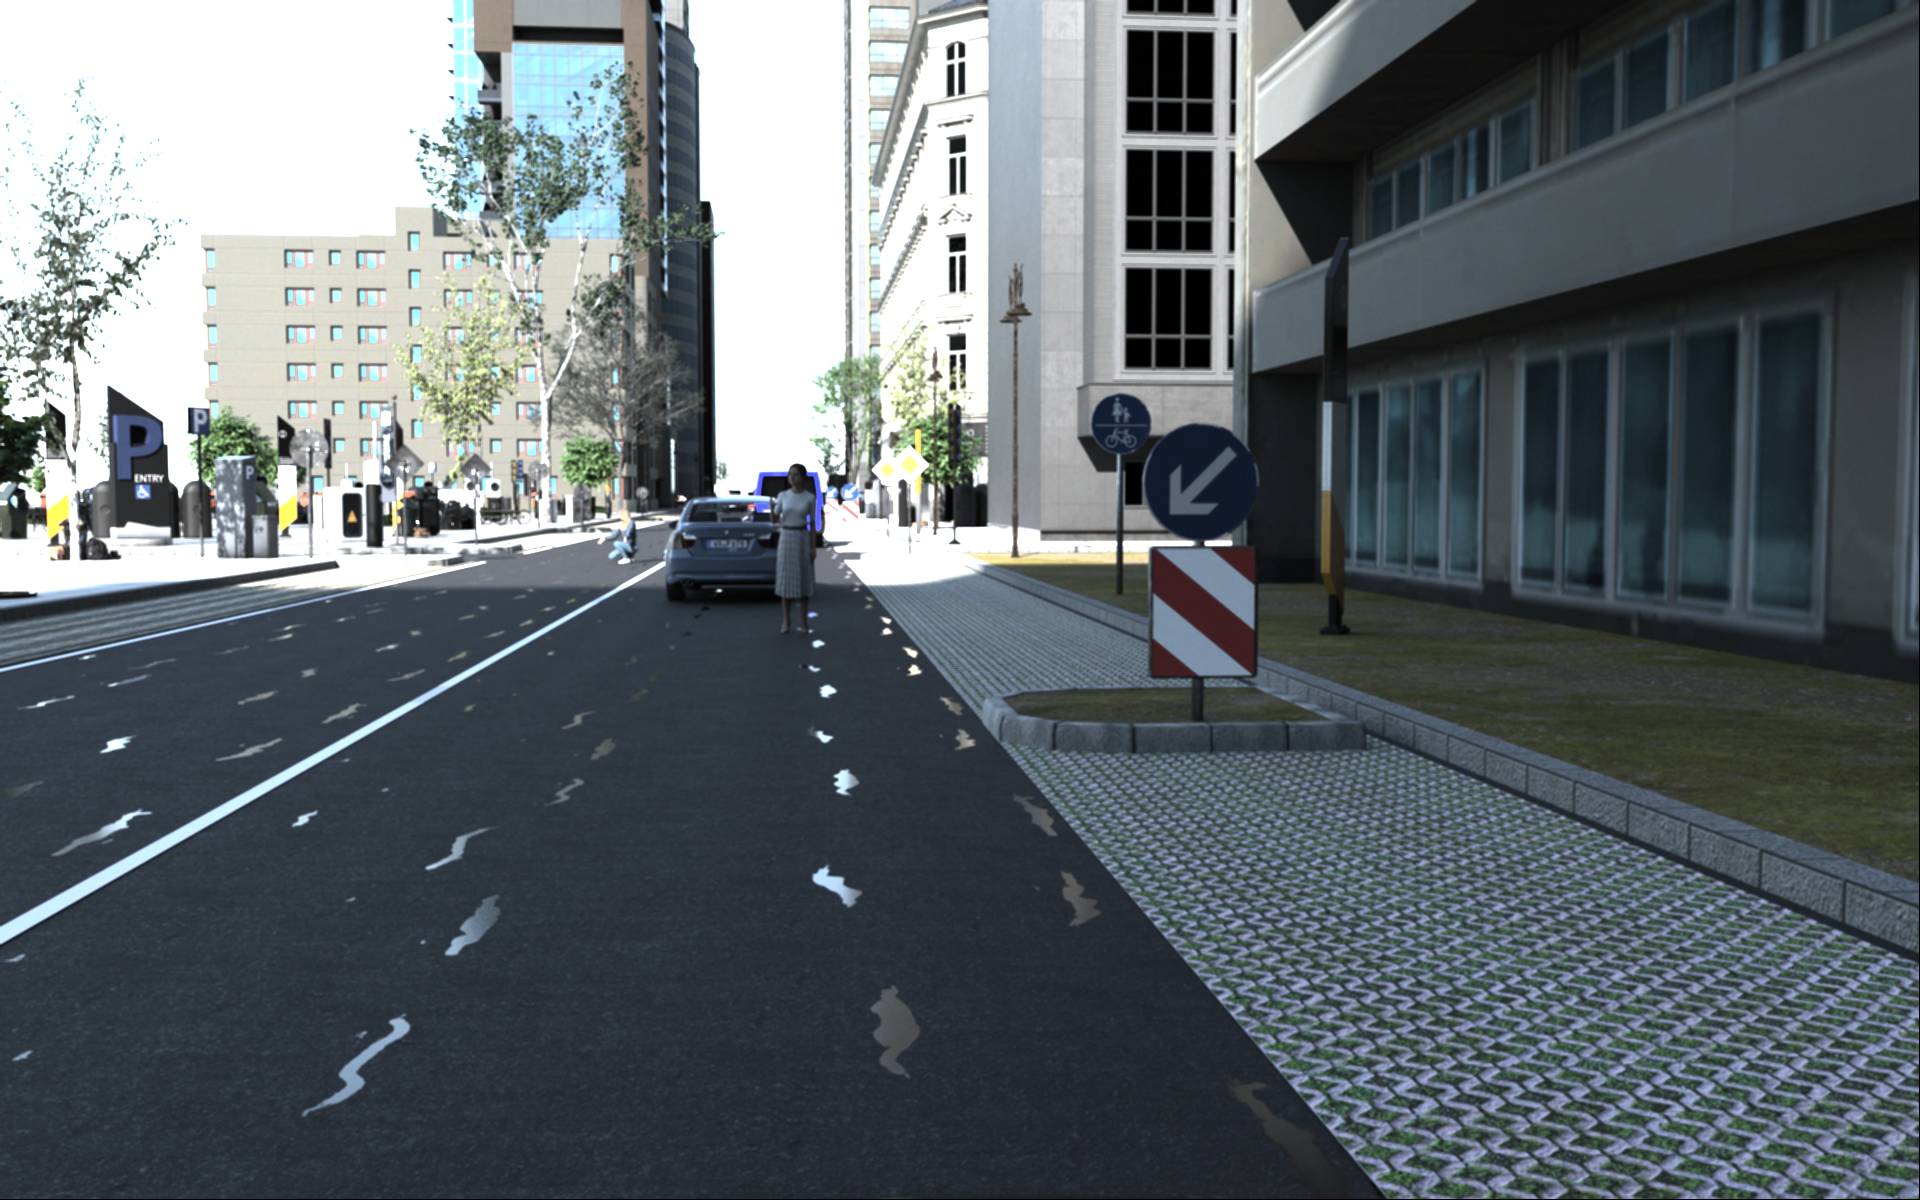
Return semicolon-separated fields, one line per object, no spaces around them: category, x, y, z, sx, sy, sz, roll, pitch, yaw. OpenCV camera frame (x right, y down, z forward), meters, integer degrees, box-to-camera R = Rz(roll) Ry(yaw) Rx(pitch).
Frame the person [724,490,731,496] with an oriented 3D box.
person;-16.586;-7.008;124.015;0.756;1.711;0.436;-2;4;-32

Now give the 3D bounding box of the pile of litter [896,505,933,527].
pile of litter;-1.720;-3.280;67.588;1.719;0.858;1.176;-1;4;-16

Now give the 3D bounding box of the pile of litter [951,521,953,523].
pile of litter;0.194;-3.629;73.292;1.176;0.858;1.719;1;4;11

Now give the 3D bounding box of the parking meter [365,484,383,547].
parking meter;-14.169;-2.047;41.884;0.372;1.533;0.369;0;3;0

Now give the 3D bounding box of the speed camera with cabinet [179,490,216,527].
speed camera with cabinet;-29.834;-4.533;68.445;2.038;3.252;0.660;-1;4;-22

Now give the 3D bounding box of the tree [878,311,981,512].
tree;-1.524;-7.289;69.531;4.737;8.622;4.395;0;3;0

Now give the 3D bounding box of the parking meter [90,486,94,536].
parking meter;-26.577;-2.750;53.379;0.372;1.533;0.369;0;3;0

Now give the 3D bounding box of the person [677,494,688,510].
person;-19.500;-6.727;121.675;0.628;1.438;0.799;2;4;23

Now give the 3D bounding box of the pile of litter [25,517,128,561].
pile of litter;-17.147;-1.201;33.596;1.719;0.858;1.176;0;4;-2

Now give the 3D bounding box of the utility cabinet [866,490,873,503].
utility cabinet;-4.523;-5.093;91.942;0.318;1.500;1.173;2;4;35

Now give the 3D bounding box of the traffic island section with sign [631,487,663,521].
traffic island section with sign;-16.932;-5.132;92.533;1.989;1.847;2.006;0;4;-6

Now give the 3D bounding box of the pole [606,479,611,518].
pole;-18.741;-6.020;92.278;0.158;3.312;0.155;0;3;0

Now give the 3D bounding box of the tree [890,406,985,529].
tree;-0.892;-4.871;63.352;4.285;4.588;4.351;0;3;0

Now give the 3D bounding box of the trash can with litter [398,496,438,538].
trash can with litter;-16.185;-2.453;51.488;1.055;1.170;0.624;2;4;29

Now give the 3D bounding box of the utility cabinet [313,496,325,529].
utility cabinet;-23.342;-3.193;63.372;0.306;1.237;1.020;0;4;-3

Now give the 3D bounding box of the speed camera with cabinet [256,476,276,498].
speed camera with cabinet;-32.909;-5.308;81.129;0.660;3.252;2.038;1;4;13

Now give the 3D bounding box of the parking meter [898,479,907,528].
parking meter;-2.198;-3.718;66.493;0.255;1.863;0.399;-2;4;-25

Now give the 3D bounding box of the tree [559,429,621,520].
tree;-18.630;-6.316;86.984;4.285;4.588;4.351;0;3;0

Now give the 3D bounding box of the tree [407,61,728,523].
tree;-16.818;-13.404;75.045;12.611;20.169;13.585;0;3;0

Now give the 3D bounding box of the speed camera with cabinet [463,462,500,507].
speed camera with cabinet;-29.556;-6.904;107.212;2.038;3.252;0.660;-3;4;-38

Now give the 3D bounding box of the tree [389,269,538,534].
tree;-15.898;-6.464;56.047;4.737;8.622;4.395;0;3;0

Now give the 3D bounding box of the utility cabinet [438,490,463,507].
utility cabinet;-25.857;-4.851;87.989;1.173;1.500;0.318;-2;4;-32

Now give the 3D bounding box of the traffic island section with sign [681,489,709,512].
traffic island section with sign;-21.849;-8.165;142.120;1.989;1.847;2.006;0;4;-6

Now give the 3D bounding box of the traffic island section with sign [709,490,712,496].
traffic island section with sign;-24.496;-9.805;168.945;1.989;1.847;2.006;0;4;-6

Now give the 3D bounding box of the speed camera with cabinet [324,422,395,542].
speed camera with cabinet;-16.193;-3.210;46.821;0.660;3.252;2.038;2;4;30

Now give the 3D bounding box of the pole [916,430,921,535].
pole;-1.316;-3.735;54.907;0.158;3.312;0.155;0;3;0

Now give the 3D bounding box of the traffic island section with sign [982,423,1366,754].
traffic island section with sign;1.172;-0.112;10.462;1.989;1.847;2.006;0;4;-6

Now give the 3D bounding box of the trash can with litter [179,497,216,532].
trash can with litter;-26.149;-2.886;58.245;2.233;1.210;1.678;1;4;17

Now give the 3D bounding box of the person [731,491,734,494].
person;-26.675;-11.890;202.843;1.348;1.831;0.705;1;4;21

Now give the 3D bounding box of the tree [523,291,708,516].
tree;-20.126;-11.742;102.348;12.009;13.543;11.850;0;3;0

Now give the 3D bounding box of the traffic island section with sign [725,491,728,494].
traffic island section with sign;-32.687;-14.852;251.459;1.989;1.847;2.006;0;4;-6

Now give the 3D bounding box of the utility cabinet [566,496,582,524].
utility cabinet;-16.879;-3.950;75.743;0.306;1.237;1.020;1;4;11

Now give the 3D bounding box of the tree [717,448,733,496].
tree;-37.655;-19.803;274.140;4.737;8.622;4.395;0;3;0

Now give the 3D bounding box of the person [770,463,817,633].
person;-1.717;-0.536;17.839;0.480;1.755;0.524;0;4;-2

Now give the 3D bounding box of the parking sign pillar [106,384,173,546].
parking sign pillar;-20.370;-3.333;42.974;1.447;3.967;1.447;-3;5;-44

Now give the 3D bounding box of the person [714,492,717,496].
person;-26.098;-10.735;184.931;0.530;1.710;0.541;1;4;18

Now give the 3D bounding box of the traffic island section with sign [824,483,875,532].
traffic island section with sign;-4.267;-3.467;65.319;1.989;1.847;2.006;0;4;-6

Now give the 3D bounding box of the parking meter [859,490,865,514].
parking meter;-6.318;-6.303;111.457;0.372;1.533;0.369;0;3;0

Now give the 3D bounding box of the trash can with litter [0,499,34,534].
trash can with litter;-29.891;-2.653;54.766;0.624;1.170;1.055;1;4;12

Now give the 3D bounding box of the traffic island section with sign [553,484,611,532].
traffic island section with sign;-14.248;-3.475;65.450;1.989;1.847;2.006;0;4;-6

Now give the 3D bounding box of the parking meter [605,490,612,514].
parking meter;-22.209;-6.178;109.415;0.372;1.533;0.369;0;3;0

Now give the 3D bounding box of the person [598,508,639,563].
person;-7.000;-1.340;35.910;0.738;1.151;1.012;-2;4;-30

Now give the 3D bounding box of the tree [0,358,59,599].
tree;-11.923;-1.638;21.380;1.663;3.219;1.824;0;3;0

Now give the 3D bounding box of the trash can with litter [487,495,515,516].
trash can with litter;-25.360;-5.158;95.390;2.233;1.210;1.678;0;4;-1
